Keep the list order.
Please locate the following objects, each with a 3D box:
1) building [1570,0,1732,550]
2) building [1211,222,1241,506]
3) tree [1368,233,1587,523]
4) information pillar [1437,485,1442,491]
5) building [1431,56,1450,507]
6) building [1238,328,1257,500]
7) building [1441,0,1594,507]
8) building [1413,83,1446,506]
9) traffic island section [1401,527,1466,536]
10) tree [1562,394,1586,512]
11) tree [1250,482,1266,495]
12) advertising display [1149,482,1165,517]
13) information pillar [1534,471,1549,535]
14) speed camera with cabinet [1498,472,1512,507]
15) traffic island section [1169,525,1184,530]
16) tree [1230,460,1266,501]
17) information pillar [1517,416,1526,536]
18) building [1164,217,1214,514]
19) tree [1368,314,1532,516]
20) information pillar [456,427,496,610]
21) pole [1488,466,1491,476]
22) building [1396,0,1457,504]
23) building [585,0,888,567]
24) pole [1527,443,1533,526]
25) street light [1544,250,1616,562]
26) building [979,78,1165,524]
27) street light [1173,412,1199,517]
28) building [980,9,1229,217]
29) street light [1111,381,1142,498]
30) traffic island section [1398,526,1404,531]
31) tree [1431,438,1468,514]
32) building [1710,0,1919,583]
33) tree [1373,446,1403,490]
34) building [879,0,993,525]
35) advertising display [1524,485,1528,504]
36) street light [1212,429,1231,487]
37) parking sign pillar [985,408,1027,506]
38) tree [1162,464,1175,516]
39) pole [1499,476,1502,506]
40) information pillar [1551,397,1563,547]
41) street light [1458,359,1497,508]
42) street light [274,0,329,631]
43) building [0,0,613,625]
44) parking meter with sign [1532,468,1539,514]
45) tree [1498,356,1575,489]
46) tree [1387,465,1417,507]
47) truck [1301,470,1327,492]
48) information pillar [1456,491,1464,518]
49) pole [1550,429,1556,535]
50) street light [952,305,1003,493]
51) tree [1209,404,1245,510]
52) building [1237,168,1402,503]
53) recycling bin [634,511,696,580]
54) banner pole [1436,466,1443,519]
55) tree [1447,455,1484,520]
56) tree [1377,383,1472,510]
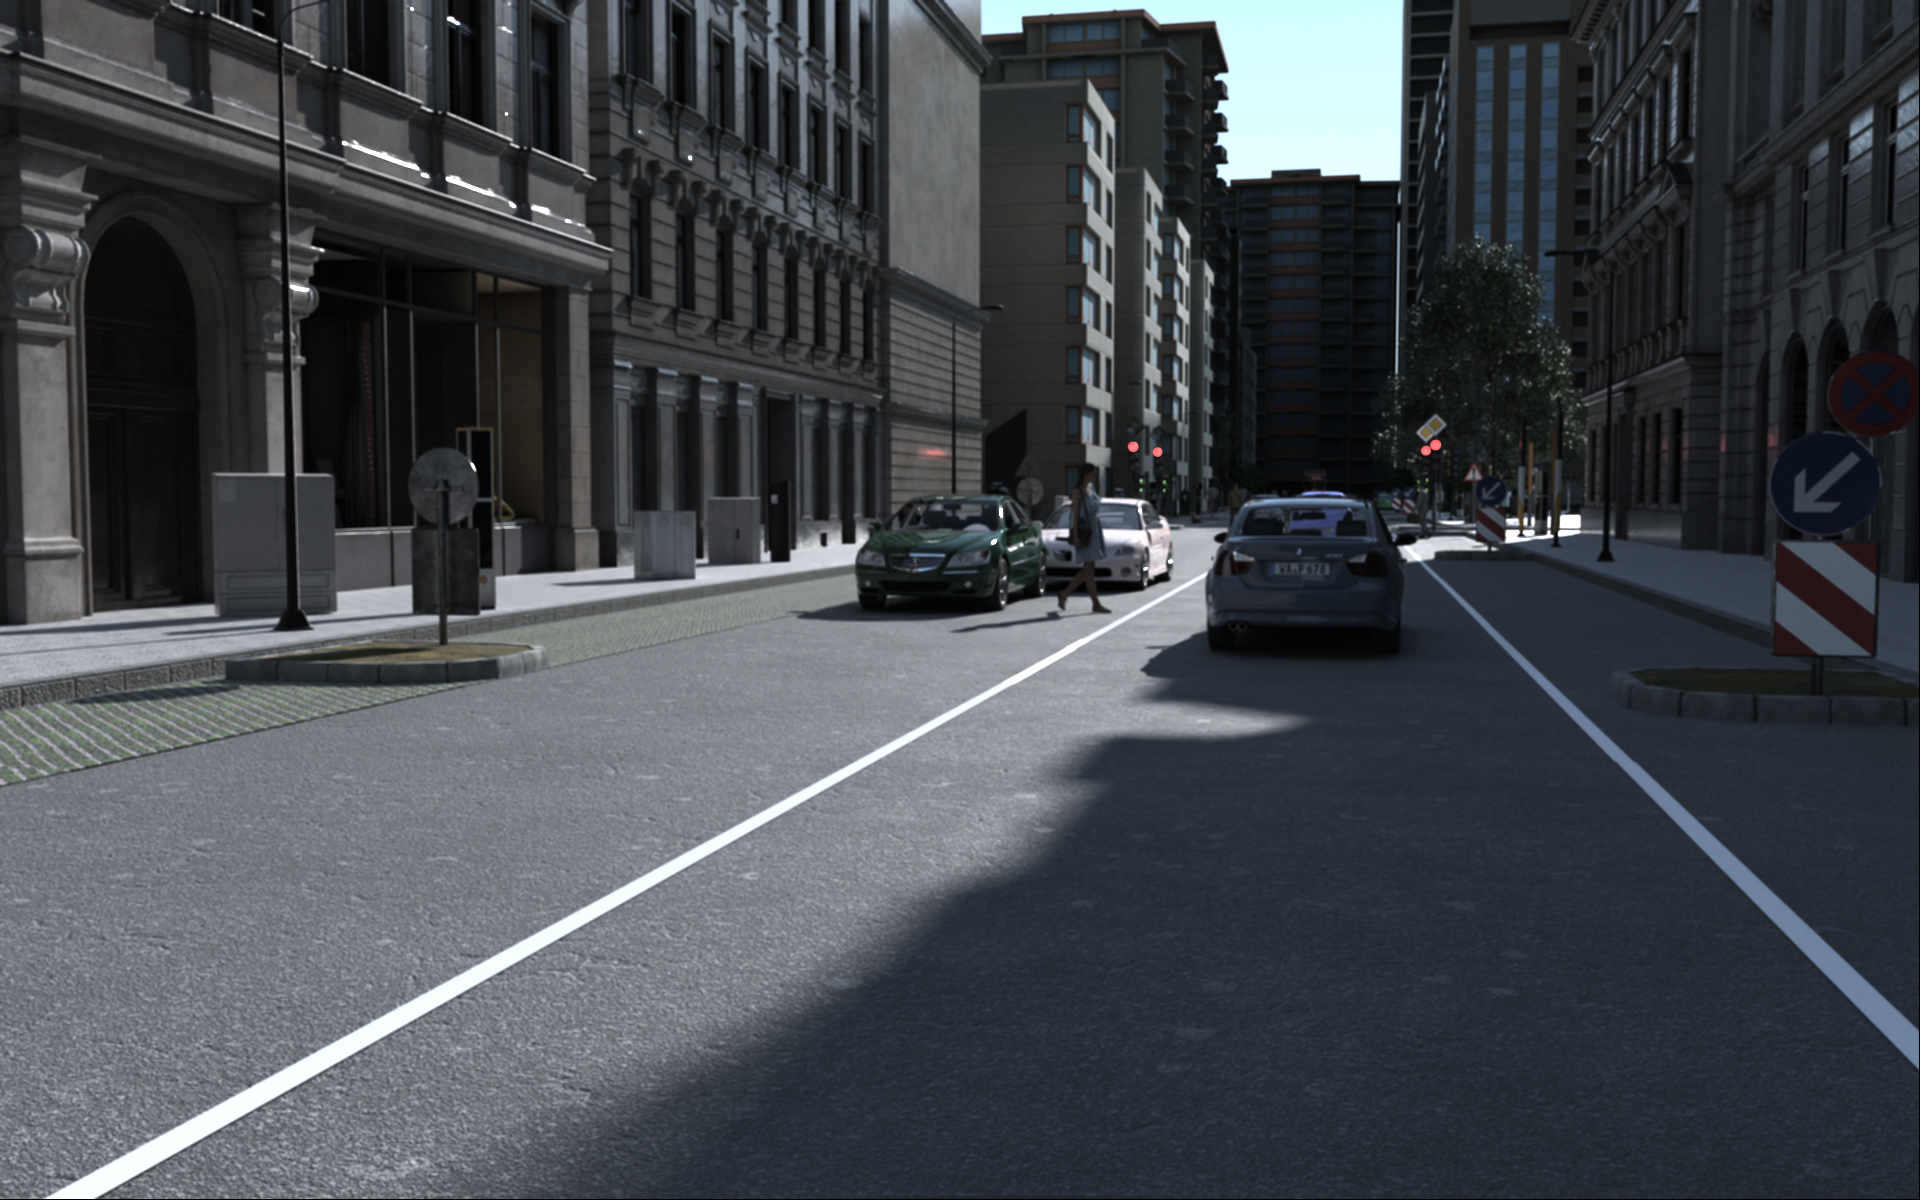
[{"bbox_3d":[23.058,-11.140,46.765,10.561,19.102,19.286,1,4,13],"label":"building"},{"bbox_3d":[21.848,-25.081,181.775,14.160,30.474,14.107,1,4,13],"label":"building"},{"bbox_3d":[22.924,-9.740,76.263,9.611,12.733,9.660,0,3,0],"label":"tree"},{"bbox_3d":[37.671,-8.052,136.149,0.304,2.012,0.304,-1,4,-19],"label":"information pillar"},{"bbox_3d":[58.826,-33.767,171.702,23.786,49.044,30.456,1,4,13],"label":"building"},{"bbox_3d":[19.865,-22.095,206.300,28.899,21.520,27.650,1,4,13],"label":"building"},{"bbox_3d":[49.848,-30.621,150.760,14.600,45.320,14.200,1,4,13],"label":"building"},{"bbox_3d":[63.345,-35.085,197.343,21.300,48.544,21.600,1,4,13],"label":"building"},{"bbox_3d":[16.553,-2.333,60.428,2.009,0.180,2.903,1,4,13],"label":"traffic island section"},{"bbox_3d":[43.021,-10.503,122.085,4.360,8.622,3.978,0,3,0],"label":"tree"},{"bbox_3d":[34.005,-12.277,195.334,1.663,3.219,1.824,0,3,0],"label":"tree"},{"bbox_3d":[10.643,-5.401,93.525,0.974,1.923,0.123,3,5,43],"label":"advertising display"},{"bbox_3d":[18.296,-3.058,54.493,0.304,2.012,0.304,-2,4,-26],"label":"information pillar"},{"bbox_3d":[41.158,-8.352,130.896,0.660,3.252,2.038,-1,4,-9],"label":"speed camera with cabinet"},{"bbox_3d":[8.038,-2.952,70.543,2.009,0.180,2.903,1,4,13],"label":"traffic island section"},{"bbox_3d":[27.725,-11.195,166.747,4.285,4.588,4.351,0,3,0],"label":"tree"},{"bbox_3d":[17.032,-3.741,52.520,0.183,3.616,0.504,0,4,5],"label":"information pillar"},{"bbox_3d":[3.234,-17.138,125.252,27.650,21.520,28.899,1,4,13],"label":"building"},{"bbox_3d":[29.680,-11.792,103.165,12.009,13.543,11.850,0,3,0],"label":"tree"},{"bbox_3d":[-5.371,-0.901,19.227,0.304,2.012,0.304,-3,5,-41],"label":"information pillar"},{"bbox_3d":[37.489,-7.879,122.662,0.158,3.312,0.155,0,3,0],"label":"pole"},{"bbox_3d":[69.388,-48.508,231.359,20.611,71.187,20.563,1,4,13],"label":"building"},{"bbox_3d":[-8.599,-11.635,39.390,9.793,20.994,18.267,1,4,13],"label":"building"},{"bbox_3d":[22.678,-4.590,68.889,0.158,3.312,0.155,0,3,0],"label":"pole"},{"bbox_3d":[11.793,-3.697,32.987,1.470,5.913,1.316,1,4,13],"label":"street light"},{"bbox_3d":[-5.004,-14.943,89.352,27.650,21.520,28.899,1,4,13],"label":"building"},{"bbox_3d":[12.799,-7.683,98.160,1.470,5.913,1.316,1,4,13],"label":"street light"},{"bbox_3d":[13.238,-30.989,161.293,22.147,44.769,28.867,1,4,13],"label":"building"},{"bbox_3d":[6.823,-6.060,71.621,1.470,5.913,1.316,1,4,13],"label":"street light"},{"bbox_3d":[18.318,-2.809,68.216,2.009,0.180,2.903,1,4,13],"label":"traffic island section"},{"bbox_3d":[31.556,-10.002,113.895,4.360,8.622,3.978,0,3,0],"label":"tree"},{"bbox_3d":[19.716,-11.184,24.663,13.314,21.916,24.055,1,4,13],"label":"building"},{"bbox_3d":[53.915,-16.256,216.145,4.737,8.622,4.395,0,3,0],"label":"tree"},{"bbox_3d":[-16.868,-14.572,57.344,34.723,24.649,14.460,1,4,13],"label":"building"},{"bbox_3d":[40.153,-7.127,121.742,0.974,1.923,0.123,2,4,35],"label":"advertising display"},{"bbox_3d":[18.773,-9.306,124.699,1.470,5.913,1.316,1,4,13],"label":"street light"},{"bbox_3d":[1.447,-4.048,54.664,1.447,3.967,1.447,0,4,1],"label":"parking sign pillar"},{"bbox_3d":[12.230,-6.641,103.175,1.663,3.219,1.824,0,3,0],"label":"tree"},{"bbox_3d":[39.015,-8.023,125.018,0.158,3.312,0.155,0,3,0],"label":"pole"},{"bbox_3d":[14.425,-3.084,41.773,0.183,3.616,0.504,1,4,10],"label":"information pillar"},{"bbox_3d":[17.843,-5.327,59.641,1.470,5.913,1.316,1,4,13],"label":"street light"},{"bbox_3d":[-5.768,-2.662,16.057,1.470,5.913,1.316,1,4,13],"label":"street light"},{"bbox_3d":[-14.855,-9.766,10.579,10.553,20.767,40.483,1,4,13],"label":"building"},{"bbox_3d":[37.353,-7.128,112.810,0.543,3.016,1.738,1,4,20],"label":"parking meter with sign"},{"bbox_3d":[28.632,-8.298,86.040,4.737,8.622,4.395,0,3,0],"label":"tree"},{"bbox_3d":[43.724,-11.488,171.535,4.285,4.588,4.351,0,3,0],"label":"tree"},{"bbox_3d":[41.427,-13.045,202.202,2.839,4.237,11.283,1,4,13],"label":"truck"},{"bbox_3d":[27.200,-5.485,94.167,0.304,2.012,0.304,2,4,31],"label":"information pillar"},{"bbox_3d":[18.667,-3.703,54.391,0.158,3.312,0.155,0,3,0],"label":"pole"},{"bbox_3d":[0.373,-4.298,42.815,1.470,5.913,1.316,1,4,13],"label":"street light"},{"bbox_3d":[21.094,-11.636,140.607,4.360,8.622,3.978,0,3,0],"label":"tree"},{"bbox_3d":[44.980,-35.582,236.385,28.867,44.769,22.147,1,4,13],"label":"building"},{"bbox_3d":[-4.476,-0.838,26.250,0.722,1.027,0.722,-2,4,-35],"label":"recycling bin"},{"bbox_3d":[25.140,-6.156,90.663,0.401,3.779,0.863,1,4,17],"label":"banner pole"},{"bbox_3d":[24.987,-5.566,85.607,1.663,3.219,1.824,0,3,0],"label":"tree"},{"bbox_3d":[38.123,-13.190,141.405,9.928,11.665,9.643,0,3,0],"label":"tree"}]
